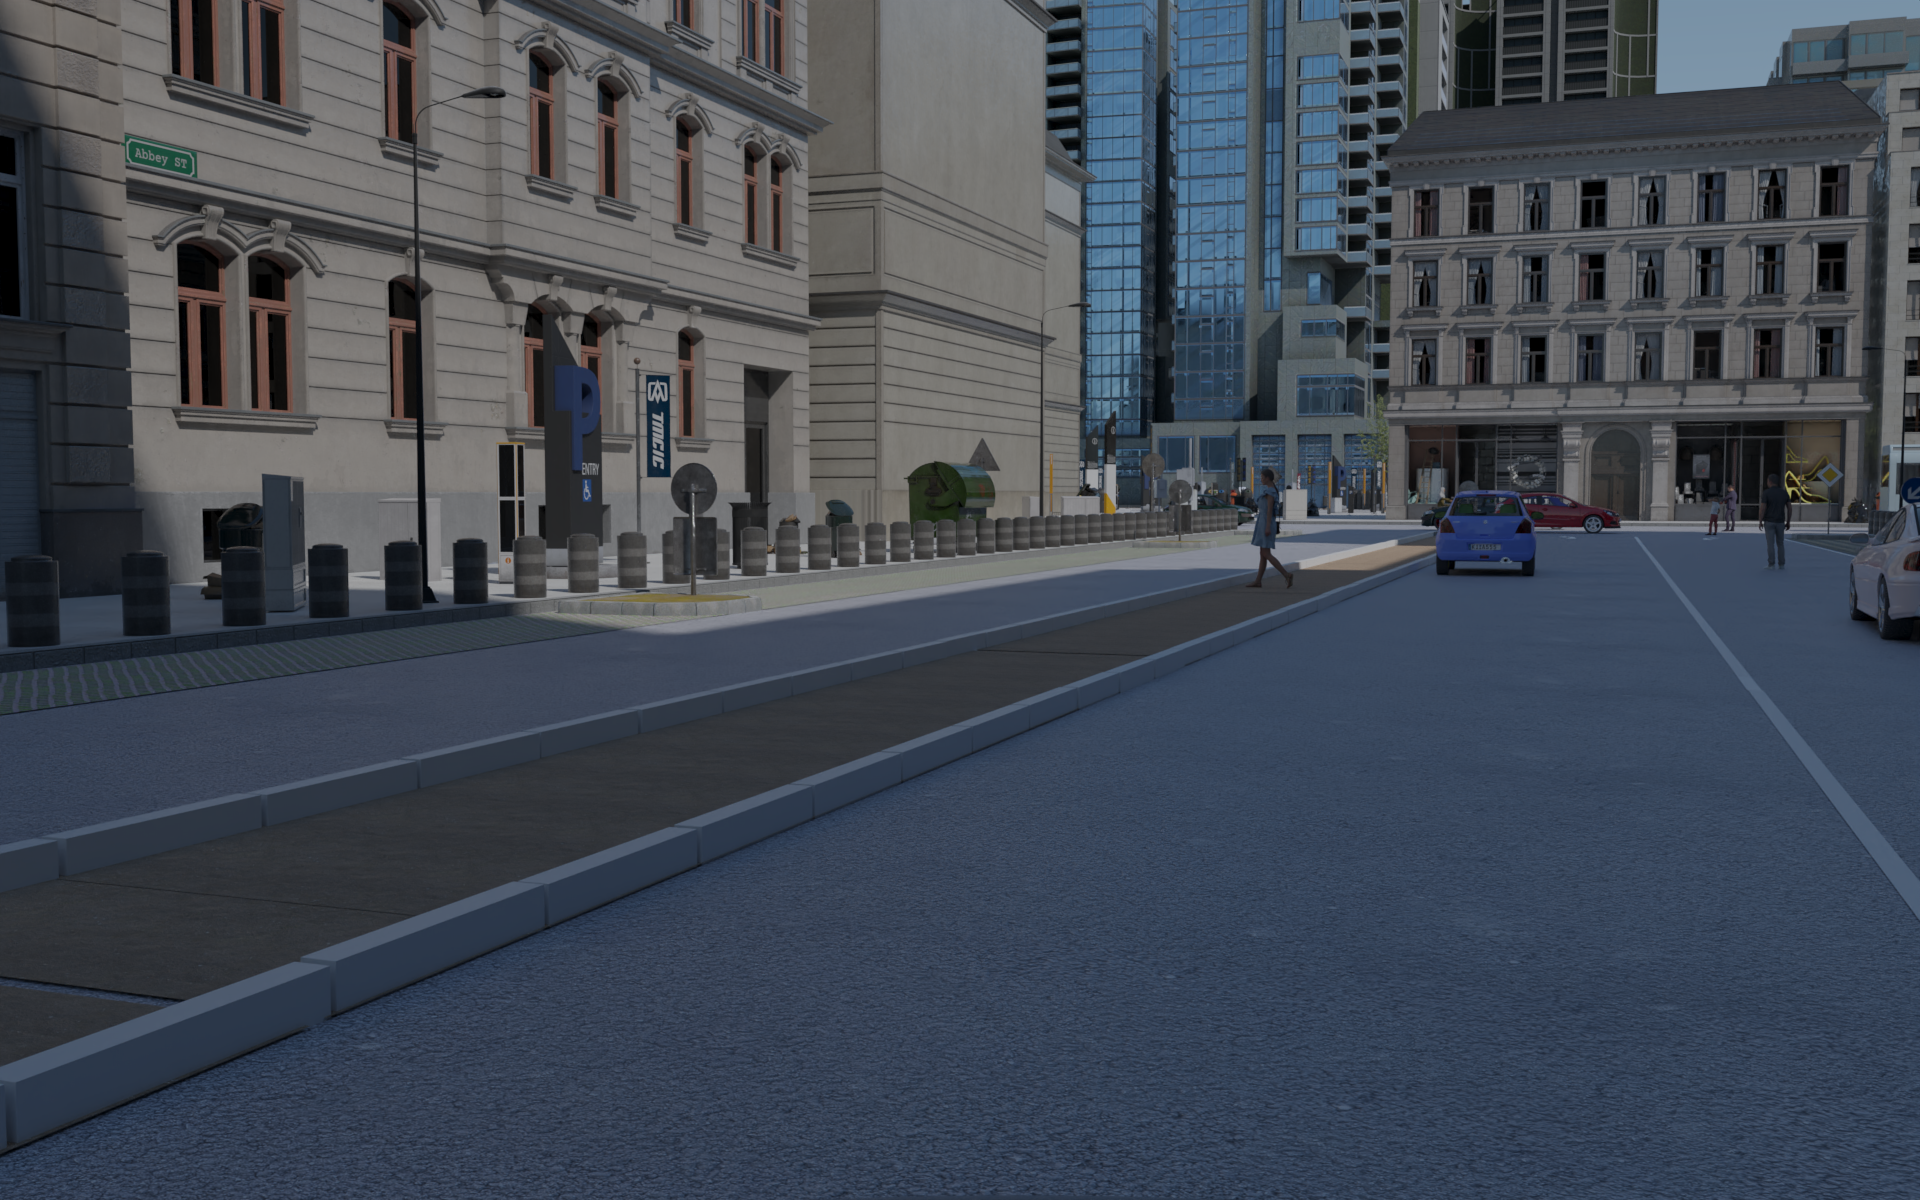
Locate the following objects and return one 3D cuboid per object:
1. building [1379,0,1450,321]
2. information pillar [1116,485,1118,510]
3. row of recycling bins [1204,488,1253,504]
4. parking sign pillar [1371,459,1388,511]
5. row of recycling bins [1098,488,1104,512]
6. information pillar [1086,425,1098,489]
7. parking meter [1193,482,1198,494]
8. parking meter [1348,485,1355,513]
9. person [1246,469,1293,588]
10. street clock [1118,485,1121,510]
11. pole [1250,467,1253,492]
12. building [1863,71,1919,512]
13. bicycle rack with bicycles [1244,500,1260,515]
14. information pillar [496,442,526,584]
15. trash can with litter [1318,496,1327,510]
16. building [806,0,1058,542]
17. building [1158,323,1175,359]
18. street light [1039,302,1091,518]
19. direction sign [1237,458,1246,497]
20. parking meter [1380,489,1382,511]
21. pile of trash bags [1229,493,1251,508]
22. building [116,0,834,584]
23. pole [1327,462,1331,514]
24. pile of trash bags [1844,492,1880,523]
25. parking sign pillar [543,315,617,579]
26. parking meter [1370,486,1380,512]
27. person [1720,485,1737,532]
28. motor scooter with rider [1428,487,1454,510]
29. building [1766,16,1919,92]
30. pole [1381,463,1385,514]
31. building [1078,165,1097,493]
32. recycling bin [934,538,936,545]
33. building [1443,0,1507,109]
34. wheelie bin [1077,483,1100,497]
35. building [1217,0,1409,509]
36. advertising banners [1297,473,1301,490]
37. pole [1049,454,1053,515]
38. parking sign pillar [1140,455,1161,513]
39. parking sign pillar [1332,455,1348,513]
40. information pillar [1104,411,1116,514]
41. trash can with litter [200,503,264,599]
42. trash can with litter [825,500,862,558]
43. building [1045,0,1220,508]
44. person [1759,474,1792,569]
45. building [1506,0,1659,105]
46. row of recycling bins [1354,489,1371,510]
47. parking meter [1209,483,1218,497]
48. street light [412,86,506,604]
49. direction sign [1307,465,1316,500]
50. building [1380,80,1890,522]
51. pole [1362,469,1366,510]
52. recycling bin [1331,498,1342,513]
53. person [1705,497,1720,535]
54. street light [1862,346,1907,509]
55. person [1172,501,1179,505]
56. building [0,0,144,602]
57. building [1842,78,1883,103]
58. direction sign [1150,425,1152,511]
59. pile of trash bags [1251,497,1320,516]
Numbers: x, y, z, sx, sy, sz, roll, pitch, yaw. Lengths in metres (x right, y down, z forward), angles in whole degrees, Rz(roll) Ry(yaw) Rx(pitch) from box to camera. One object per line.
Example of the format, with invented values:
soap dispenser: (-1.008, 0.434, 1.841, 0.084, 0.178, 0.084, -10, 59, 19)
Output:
building: (42.167, -40.475, 203.759, 28.212, 58.520, 21.231, 1, 4, 20)
information pillar: (12.228, -8.084, 136.657, 0.304, 2.012, 0.304, -3, 5, -40)
row of recycling bins: (18.962, -7.061, 122.564, 3.534, 1.692, 1.069, 1, 4, 19)
parking sign pillar: (32.288, -8.853, 133.226, 1.447, 3.967, 1.447, 3, 4, 36)
row of recycling bins: (9.957, -7.046, 122.316, 1.069, 1.692, 3.534, 0, 4, 1)
information pillar: (4.475, -4.115, 58.631, 0.504, 3.616, 0.183, -2, 4, -33)
parking meter: (11.768, -4.992, 87.331, 0.399, 1.863, 0.255, 1, 4, 20)
parking meter: (26.273, -6.763, 116.280, 0.399, 1.863, 0.255, 1, 4, 23)
person: (4.722, -1.082, 26.288, 0.778, 1.811, 0.616, 2, 4, 32)
street clock: (13.070, -8.507, 143.663, 0.471, 2.002, 0.358, -3, 5, -40)
pole: (21.969, -8.350, 130.363, 0.158, 3.312, 0.155, 0, 3, 0)
building: (50.978, -13.724, 79.132, 16.860, 20.320, 10.420, 1, 4, 20)
bicycle rack with bicycles: (17.707, -5.546, 104.054, 2.925, 0.926, 2.852, -1, 4, -19)
information pillar: (-6.396, -1.236, 24.707, 0.304, 2.012, 0.304, 1, 4, 9)
trash can with litter: (29.171, -7.890, 140.051, 2.233, 1.210, 1.678, -2, 4, -24)
building: (-12.912, -13.714, 57.510, 30.059, 22.955, 16.112, 1, 4, 20)
building: (26.244, -35.355, 269.926, 23.993, 40.220, 32.217, 1, 4, 20)
street light: (2.507, -4.263, 42.242, 1.470, 5.913, 1.316, 1, 4, 20)
direction sign: (17.501, -7.079, 107.733, 0.379, 3.537, 0.876, -2, 4, -28)
parking meter: (31.956, -7.671, 131.137, 0.399, 1.863, 0.255, 3, 5, 39)
pile of trash bags: (18.958, -6.568, 117.137, 1.912, 1.369, 3.447, 2, 4, 26)
building: (-13.427, -15.182, 35.615, 14.401, 28.519, 23.554, 1, 4, 20)
pole: (23.391, -7.086, 109.694, 0.158, 3.312, 0.155, 0, 3, 0)
pile of trash bags: (39.932, -4.028, 75.612, 1.912, 1.369, 3.447, 1, 4, 16)
parking sign pillar: (-5.958, -2.340, 26.725, 1.447, 3.967, 1.447, 1, 4, 10)
parking meter: (28.601, -6.976, 119.770, 0.399, 1.863, 0.255, -2, 4, -31)
person: (29.364, -3.505, 66.251, 0.568, 1.767, 0.683, 3, 5, 43)
motor scooter with rider: (21.642, -4.150, 76.810, 1.986, 1.779, 0.876, 1, 4, 20)
building: (94.332, -34.183, 178.505, 23.786, 49.044, 30.456, 1, 4, 20)
pole: (27.584, -7.280, 112.872, 0.158, 3.312, 0.155, 0, 3, 0)
building: (-8.457, -16.591, 104.555, 30.059, 22.955, 16.112, 1, 4, 20)
recycling bin: (-0.403, -1.920, 43.949, 0.722, 1.027, 0.722, 1, 4, 14)
building: (66.110, -49.547, 248.346, 20.611, 71.187, 20.563, 1, 4, 20)
wheelie bin: (3.797, -2.673, 51.612, 0.693, 1.594, 0.980, 1, 4, 18)
building: (31.854, -52.109, 164.650, 22.319, 86.520, 31.000, 1, 4, 20)
advertising banners: (27.906, -9.099, 144.950, 2.074, 3.025, 0.090, -3, 5, -42)
pole: (4.643, -5.774, 88.247, 0.158, 3.312, 0.155, 0, 3, 0)
parking sign pillar: (13.125, -7.992, 119.138, 1.447, 3.967, 1.447, -1, 4, -18)
parking sign pillar: (26.445, -8.090, 120.740, 1.447, 3.967, 1.447, 3, 5, 43)
information pillar: (4.214, -3.497, 48.535, 0.183, 3.616, 0.504, 3, 4, 38)
trash can with litter: (-8.944, -0.616, 21.464, 0.624, 1.170, 1.055, 0, 4, 2)
trash can with litter: (-2.279, -1.431, 34.786, 0.624, 1.170, 1.055, -2, 4, -31)
building: (13.631, -54.989, 211.748, 31.000, 86.520, 22.319, 1, 4, 20)
person: (15.533, -1.492, 33.025, 0.598, 1.807, 0.434, 1, 4, 10)
building: (85.245, -49.078, 240.681, 20.611, 71.187, 20.563, 1, 4, 20)
row of recycling bins: (33.295, -8.228, 141.639, 1.069, 1.692, 3.534, -2, 4, -35)
parking meter: (12.850, -4.986, 87.240, 0.255, 1.863, 0.399, 0, 4, -2)
street light: (-5.825, -2.907, 20.069, 1.470, 5.913, 1.316, 1, 4, 20)
direction sign: (27.184, -8.684, 133.977, 0.876, 3.537, 0.379, -3, 4, -37)
building: (23.886, -14.551, 88.810, 40.483, 20.767, 10.553, 1, 4, 20)
pole: (32.562, -8.913, 139.567, 0.158, 3.312, 0.155, 0, 3, 0)
recycling bin: (25.239, -6.371, 116.719, 0.722, 1.027, 0.722, -3, 4, -38)
person: (26.187, -2.926, 60.245, 0.435, 1.345, 0.340, -3, 4, -38)
street light: (29.037, -5.009, 54.444, 1.470, 5.913, 1.316, 1, 4, 20)
person: (9.036, -3.909, 72.373, 0.822, 1.834, 0.622, -1, 4, -10)
building: (-20.054, -13.146, 12.206, 12.463, 27.353, 25.104, 1, 4, 20)
building: (88.159, -28.147, 152.080, 32.217, 40.220, 23.993, 1, 4, 20)
direction sign: (6.284, -3.974, 56.974, 0.379, 3.537, 0.876, 1, 4, 9)
pile of trash bags: (18.791, -5.474, 99.254, 3.447, 1.369, 1.912, -2, 4, -24)
